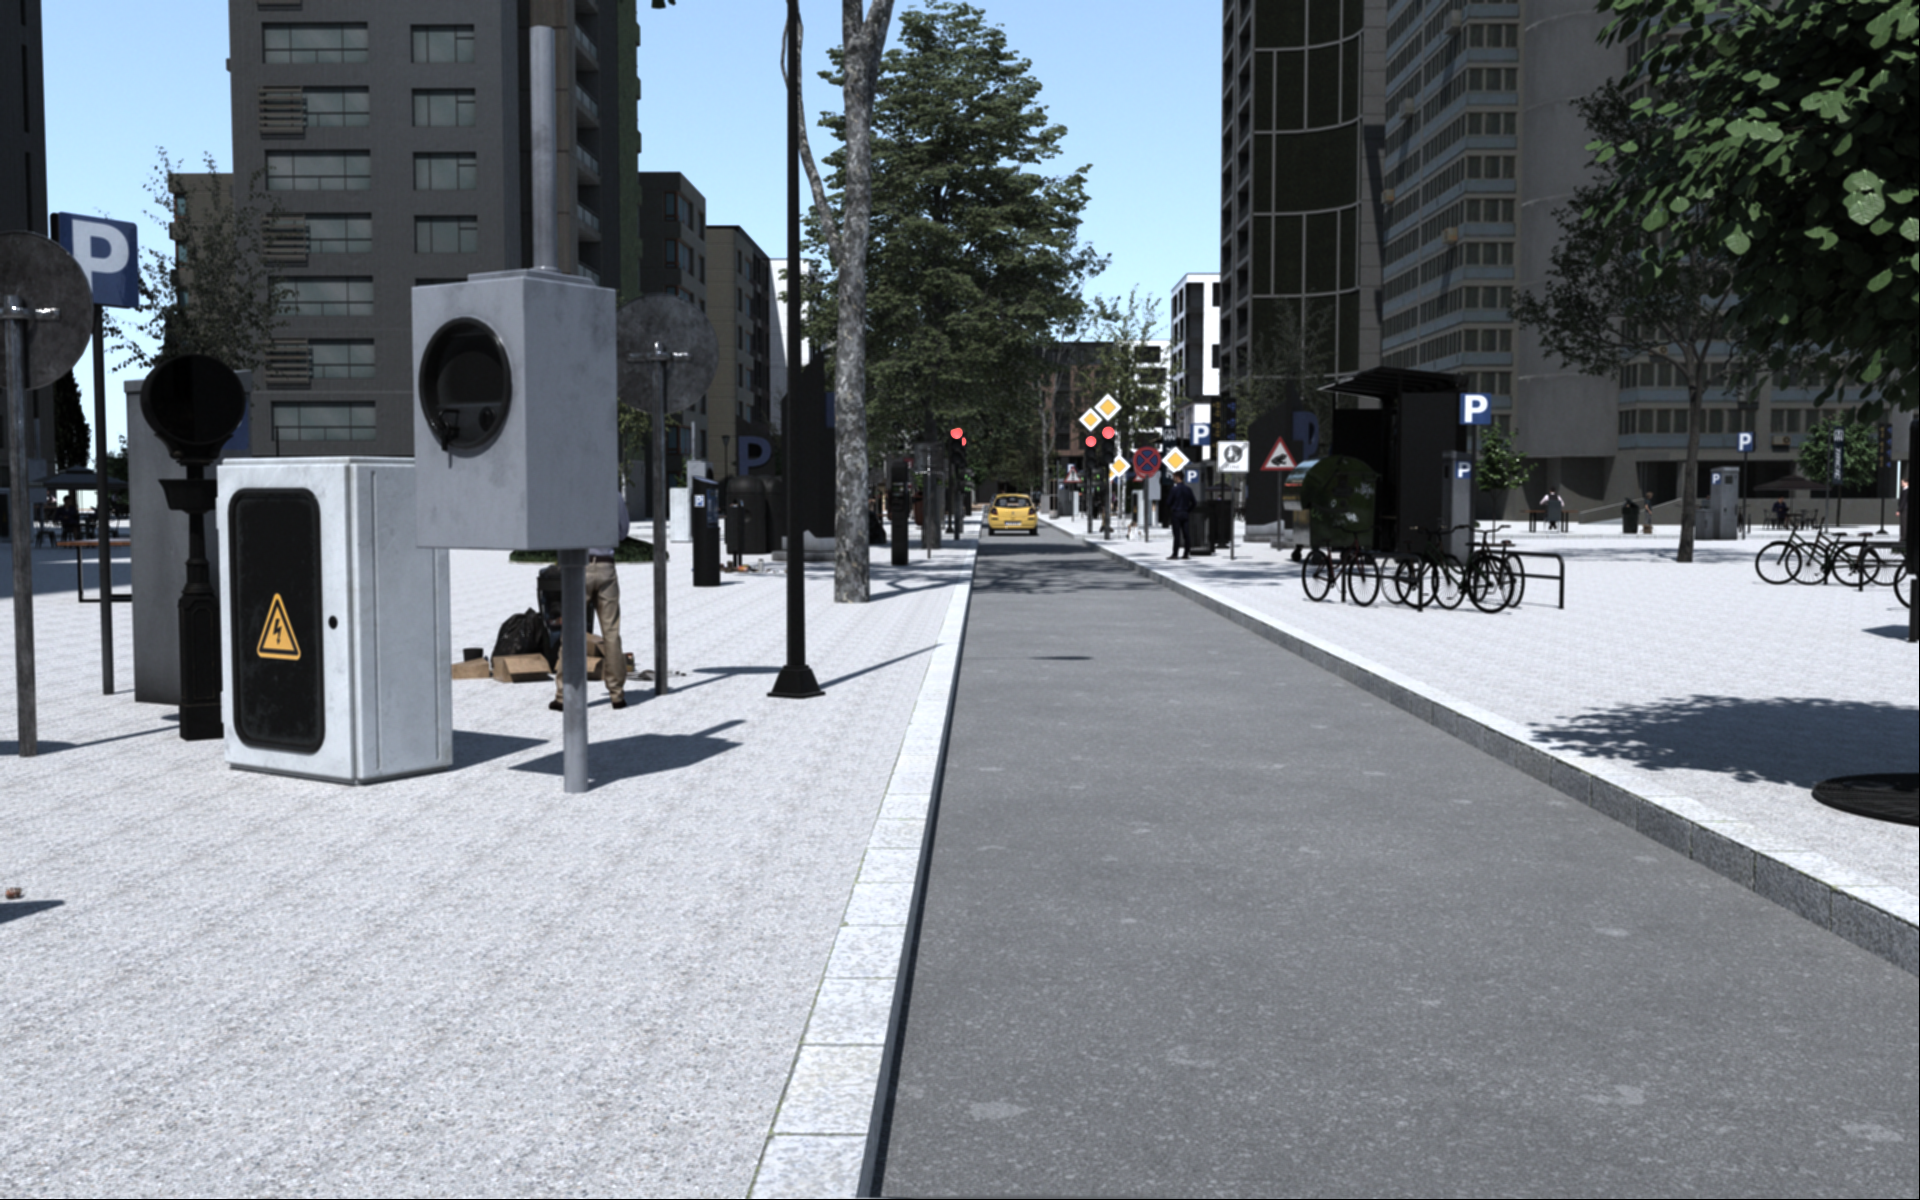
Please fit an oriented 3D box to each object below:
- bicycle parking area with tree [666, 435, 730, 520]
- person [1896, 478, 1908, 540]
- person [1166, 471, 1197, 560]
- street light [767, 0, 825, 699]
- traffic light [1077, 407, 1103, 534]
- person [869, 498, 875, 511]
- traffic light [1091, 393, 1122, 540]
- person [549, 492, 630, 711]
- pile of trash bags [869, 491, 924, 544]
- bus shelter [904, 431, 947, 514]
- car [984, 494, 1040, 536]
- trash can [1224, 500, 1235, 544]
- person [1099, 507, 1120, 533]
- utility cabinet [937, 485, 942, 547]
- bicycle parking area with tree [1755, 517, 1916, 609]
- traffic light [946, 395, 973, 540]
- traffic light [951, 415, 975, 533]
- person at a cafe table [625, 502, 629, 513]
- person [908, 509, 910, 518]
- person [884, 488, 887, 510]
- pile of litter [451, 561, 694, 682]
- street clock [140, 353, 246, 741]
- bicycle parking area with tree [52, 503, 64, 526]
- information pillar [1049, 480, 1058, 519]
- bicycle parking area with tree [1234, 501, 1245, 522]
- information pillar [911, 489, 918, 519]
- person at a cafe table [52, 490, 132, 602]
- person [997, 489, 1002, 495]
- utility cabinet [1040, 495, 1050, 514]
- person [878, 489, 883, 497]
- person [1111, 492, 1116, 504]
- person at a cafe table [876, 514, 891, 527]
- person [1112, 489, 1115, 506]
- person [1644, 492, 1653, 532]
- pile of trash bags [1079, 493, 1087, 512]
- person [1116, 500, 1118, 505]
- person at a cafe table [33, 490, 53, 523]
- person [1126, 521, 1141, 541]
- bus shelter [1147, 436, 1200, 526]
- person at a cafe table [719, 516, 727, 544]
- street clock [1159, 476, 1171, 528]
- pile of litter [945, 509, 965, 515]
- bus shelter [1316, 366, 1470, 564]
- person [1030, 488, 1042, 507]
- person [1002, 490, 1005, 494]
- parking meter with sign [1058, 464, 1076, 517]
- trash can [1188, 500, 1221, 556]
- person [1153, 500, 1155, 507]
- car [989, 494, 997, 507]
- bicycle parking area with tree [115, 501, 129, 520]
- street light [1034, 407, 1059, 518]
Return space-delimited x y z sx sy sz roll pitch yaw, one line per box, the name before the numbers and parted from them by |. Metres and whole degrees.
bicycle parking area with tree | -11.140 -6.153 87.602 9.016 4.147 8.231 2 4 24
person | 23.996 -2.279 44.106 0.445 1.727 0.742 1 4 11
person | 4.290 -1.668 34.027 0.576 1.737 0.504 -3 5 -40
street light | -0.502 -2.342 10.832 1.470 5.913 1.316 0 4 1
traffic light | 4.214 -4.118 56.257 0.839 4.253 0.868 0 4 1
person | -2.819 -2.577 54.540 0.435 1.345 0.340 1 4 13
traffic light | 4.091 -3.630 48.273 0.839 4.253 0.868 0 4 1
person | -2.223 -0.136 10.328 0.516 1.574 0.319 -1 4 -16
pile of trash bags | -2.356 -2.154 44.967 3.447 1.369 1.912 0 4 -7
bus shelter | -1.771 -7.066 93.160 2.179 5.291 8.768 0 4 1
car | 1.836 -3.096 60.835 2.015 1.641 3.980 0 4 1
trash can | 6.705 -2.014 44.585 0.748 1.137 0.748 0 3 0
person | 4.973 -2.682 57.823 0.695 0.859 0.347 0 4 -4
utility cabinet | -0.615 -2.024 41.776 0.318 1.500 1.173 0 4 1
bicycle parking area with tree | 14.315 -2.045 20.442 9.016 4.147 8.231 2 4 26
traffic light | -0.070 -3.633 48.321 0.839 4.253 0.868 0 4 1
traffic light | 0.053 -4.121 56.305 0.839 4.253 0.868 0 4 1
person at a cafe table | -9.596 -2.285 45.869 1.622 1.524 1.698 1 4 9
person | -1.967 -3.023 57.680 0.590 1.554 0.614 2 4 32
person | -5.847 -8.103 138.539 0.705 1.822 1.348 0 4 0
pile of litter | -2.822 0.107 12.209 1.719 0.858 1.176 2 4 24
street clock | -3.989 -0.274 9.056 0.471 2.002 0.358 -2 4 -34
bicycle parking area with tree | -39.264 -4.879 66.777 8.231 4.147 9.016 0 4 6
information pillar | 4.802 -5.166 88.955 0.304 2.012 0.304 3 4 39
bicycle parking area with tree | 16.178 -5.793 81.717 8.231 4.147 9.016 0 4 -6
information pillar | -2.315 -5.116 88.136 0.304 2.012 0.304 -2 4 -30
person at a cafe table | -9.831 -0.769 21.091 1.622 1.524 1.698 -1 4 -9
person | 2.558 -6.139 109.696 0.431 1.722 0.655 0 4 -4
utility cabinet | 5.668 -6.168 112.006 1.020 1.237 0.306 -3 4 -37
person | -8.941 -11.317 191.089 0.705 1.823 1.348 -3 5 -39
person | 12.269 -7.872 137.976 0.991 1.433 0.599 -2 4 -25
person at a cafe table | -2.920 -2.239 47.472 1.698 1.238 1.726 -2 4 -27
person | 14.689 -9.612 163.904 0.721 1.736 1.217 -2 4 -27
person | 23.317 -2.974 58.581 0.340 1.345 0.435 1 4 10
pile of trash bags | 8.585 -7.157 126.776 1.912 1.369 3.447 1 4 15
person | 15.528 -10.174 172.343 1.348 1.831 0.705 -1 4 -17
person at a cafe table | -40.704 -4.221 77.531 1.622 1.524 1.698 3 4 37
person | 4.777 -1.899 47.560 0.381 0.543 0.357 -1 4 -11
bus shelter | 9.055 -5.014 73.264 1.731 3.624 6.357 0 4 1
person at a cafe table | -5.178 -2.204 44.556 1.622 1.524 1.698 -3 5 -40
street clock | 7.737 -3.704 65.123 0.358 2.002 0.471 -3 4 -36
pile of litter | -0.398 -5.655 106.432 1.719 0.858 1.176 -3 4 -38
bus shelter | 8.609 -2.670 34.944 1.731 3.624 6.357 0 4 1
person | 6.409 -8.448 144.161 1.348 1.826 0.705 0 4 0
person | 2.965 -6.592 116.986 0.576 1.737 0.504 -2 4 -31
parking meter with sign | 5.944 -6.294 99.175 0.543 3.016 1.738 2 4 35
trash can | 5.016 -1.495 36.090 0.748 1.137 0.748 0 3 0
person | 19.485 -10.204 172.968 1.348 1.812 0.705 0 4 -2
car | 4.050 -10.314 180.636 2.014 1.417 4.499 0 4 2
bicycle parking area with tree | -38.778 -6.221 88.723 8.231 4.147 9.016 1 4 12
street light | 4.620 -7.329 92.365 1.470 5.913 1.316 0 4 1
